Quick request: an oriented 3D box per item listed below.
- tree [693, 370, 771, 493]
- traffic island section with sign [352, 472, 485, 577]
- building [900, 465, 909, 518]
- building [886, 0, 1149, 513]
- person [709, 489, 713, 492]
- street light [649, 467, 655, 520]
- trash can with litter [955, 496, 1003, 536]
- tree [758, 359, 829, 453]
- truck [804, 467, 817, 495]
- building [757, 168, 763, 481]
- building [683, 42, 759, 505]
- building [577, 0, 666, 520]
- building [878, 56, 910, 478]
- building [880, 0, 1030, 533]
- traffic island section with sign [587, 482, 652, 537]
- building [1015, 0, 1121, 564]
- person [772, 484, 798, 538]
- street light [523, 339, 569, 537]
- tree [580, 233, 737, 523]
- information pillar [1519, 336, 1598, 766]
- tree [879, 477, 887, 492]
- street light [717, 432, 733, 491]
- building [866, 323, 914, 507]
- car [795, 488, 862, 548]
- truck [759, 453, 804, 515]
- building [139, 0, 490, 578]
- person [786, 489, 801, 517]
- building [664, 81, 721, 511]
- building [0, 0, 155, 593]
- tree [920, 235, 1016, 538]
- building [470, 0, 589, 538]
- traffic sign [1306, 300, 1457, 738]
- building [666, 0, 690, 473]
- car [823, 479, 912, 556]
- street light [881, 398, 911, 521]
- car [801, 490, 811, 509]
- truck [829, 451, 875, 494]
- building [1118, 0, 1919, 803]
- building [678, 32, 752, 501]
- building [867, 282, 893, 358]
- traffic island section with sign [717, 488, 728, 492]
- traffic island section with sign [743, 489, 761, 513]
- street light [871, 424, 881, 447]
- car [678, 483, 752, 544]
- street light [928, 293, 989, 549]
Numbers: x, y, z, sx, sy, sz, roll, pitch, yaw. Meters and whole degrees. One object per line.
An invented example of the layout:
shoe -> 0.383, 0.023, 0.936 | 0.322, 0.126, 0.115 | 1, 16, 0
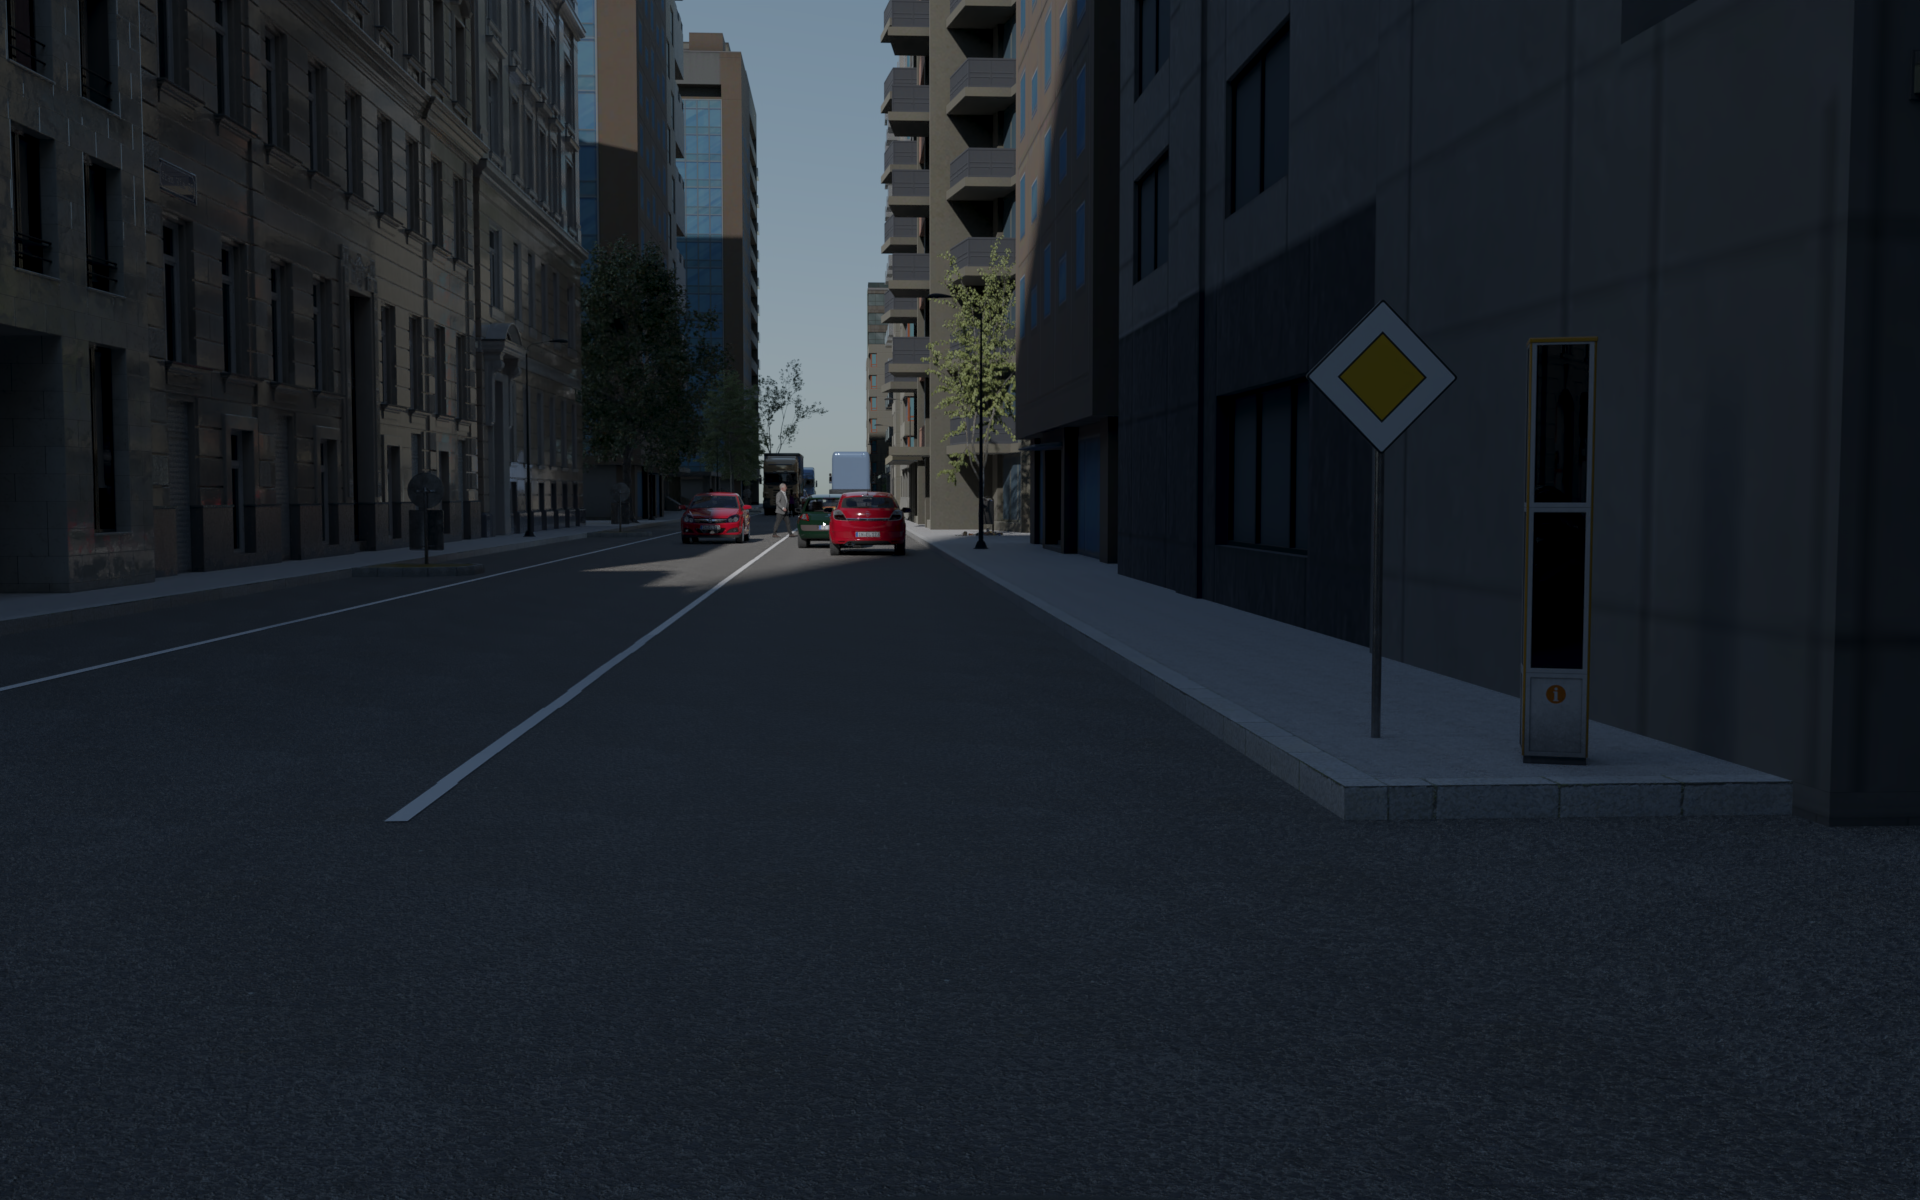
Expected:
tree -> -21.179, -14.695, 158.392 | 7.486, 12.596, 7.792 | 0, 3, 0
traffic island section with sign -> -9.614, -1.365, 30.952 | 1.989, 1.847, 2.006 | 0, 4, -4
building -> 12.866, -24.829, 97.837 | 32.217, 40.220, 23.993 | 0, 4, -4
building -> 4.051, -43.465, 148.903 | 20.563, 71.187, 20.611 | 0, 4, -4
person -> -13.816, -5.278, 95.524 | 0.721, 1.735, 1.217 | 0, 4, 1
street light -> -14.612, -6.878, 84.997 | 1.470, 5.913, 1.316 | 0, 4, -4
trash can with litter -> 0.535, -2.607, 53.687 | 1.678, 1.210, 2.233 | 3, 5, 41
tree -> -25.096, -23.607, 241.864 | 12.611, 20.169, 13.585 | 0, 3, 0
truck -> -16.084, -11.584, 179.154 | 2.967, 4.110, 18.799 | 0, 4, -4
building -> -36.588, -36.535, 216.962 | 23.786, 49.044, 30.456 | 0, 4, -4
building -> -33.424, -34.640, 190.063 | 21.300, 48.544, 21.600 | 0, 4, -4
building -> -22.794, -26.858, 89.231 | 14.600, 45.320, 14.200 | 0, 4, -4
building -> 3.270, -34.567, 184.774 | 23.786, 49.044, 30.456 | 0, 4, -4
building -> 7.986, -25.389, 69.738 | 22.147, 44.769, 28.867 | 0, 4, -4
traffic island section with sign -> -11.413, -3.033, 58.215 | 1.989, 1.847, 2.006 | 0, 4, -4
building -> 8.805, -23.698, 37.569 | 14.600, 45.320, 14.200 | 0, 4, -4
person -> -5.775, -2.944, 57.039 | 0.834, 1.777, 0.661 | 1, 4, 9
street light -> -12.406, -4.854, 51.909 | 1.470, 5.913, 1.316 | 0, 4, -4
tree -> -14.687, -9.739, 76.241 | 9.611, 12.733, 9.660 | 0, 3, 0
information pillar -> 2.857, -0.232, 8.288 | 0.304, 2.012, 0.304 | 1, 4, 16
tree -> -6.740, -10.629, 168.388 | 1.663, 3.219, 1.824 | 0, 3, 0
street light -> -17.601, -9.599, 129.479 | 1.470, 5.913, 1.316 | 0, 4, -4
building -> 2.329, -22.647, 215.322 | 27.650, 21.520, 28.899 | 0, 4, -4
car -> -3.508, -2.285, 47.149 | 2.009, 1.686, 4.222 | 0, 4, -3
truck -> -12.244, -8.027, 120.150 | 2.839, 4.237, 11.283 | 0, 4, -3
building -> -18.663, -14.649, 36.781 | 12.463, 27.353, 25.104 | 0, 4, -4
person -> -10.425, -5.983, 107.006 | 1.217, 1.739, 0.721 | -1, 4, -19
building -> -35.406, -27.128, 135.416 | 32.217, 40.220, 23.993 | 0, 4, -4
building -> -16.334, -9.855, 15.885 | 10.420, 20.320, 16.860 | 0, 4, -4
tree -> 0.697, -6.113, 50.316 | 4.737, 8.622, 4.395 | 0, 3, 0
building -> -20.725, -16.717, 59.220 | 13.634, 28.700, 20.117 | 0, 4, -4
traffic sign -> 2.187, -0.331, 9.061 | 0.795, 2.450, 0.064 | 0, 4, -4
building -> -31.900, -31.805, 109.257 | 28.713, 52.752, 27.495 | 0, 4, -4
car -> -2.233, -2.006, 41.842 | 2.155, 1.783, 4.494 | 0, 4, -3
street light -> -2.947, -6.795, 83.636 | 1.470, 5.913, 1.316 | 0, 4, -4
car -> -13.053, -7.925, 138.249 | 2.281, 1.827, 5.304 | 0, 4, -5
truck -> -6.679, -6.959, 103.545 | 2.967, 4.110, 18.799 | 0, 4, -2
building -> 13.350, -35.343, 16.112 | 20.611, 71.187, 20.563 | 0, 4, -4
building -> -28.175, -31.957, 172.602 | 14.600, 45.320, 14.200 | 0, 4, -4
building -> -5.650, -28.429, 236.518 | 14.160, 30.474, 14.107 | 0, 4, -4
traffic island section with sign -> -14.684, -6.049, 107.526 | 1.989, 1.847, 2.006 | 0, 4, -4
traffic island section with sign -> -16.471, -7.701, 134.535 | 1.989, 1.847, 2.006 | 0, 4, -4
street light -> -4.968, -8.706, 114.876 | 1.470, 5.913, 1.316 | 0, 4, -4
car -> -7.238, -2.595, 51.467 | 2.155, 1.783, 4.494 | 0, 4, -3
street light -> -0.050, -4.140, 40.231 | 1.470, 5.913, 1.316 | 0, 4, -4
